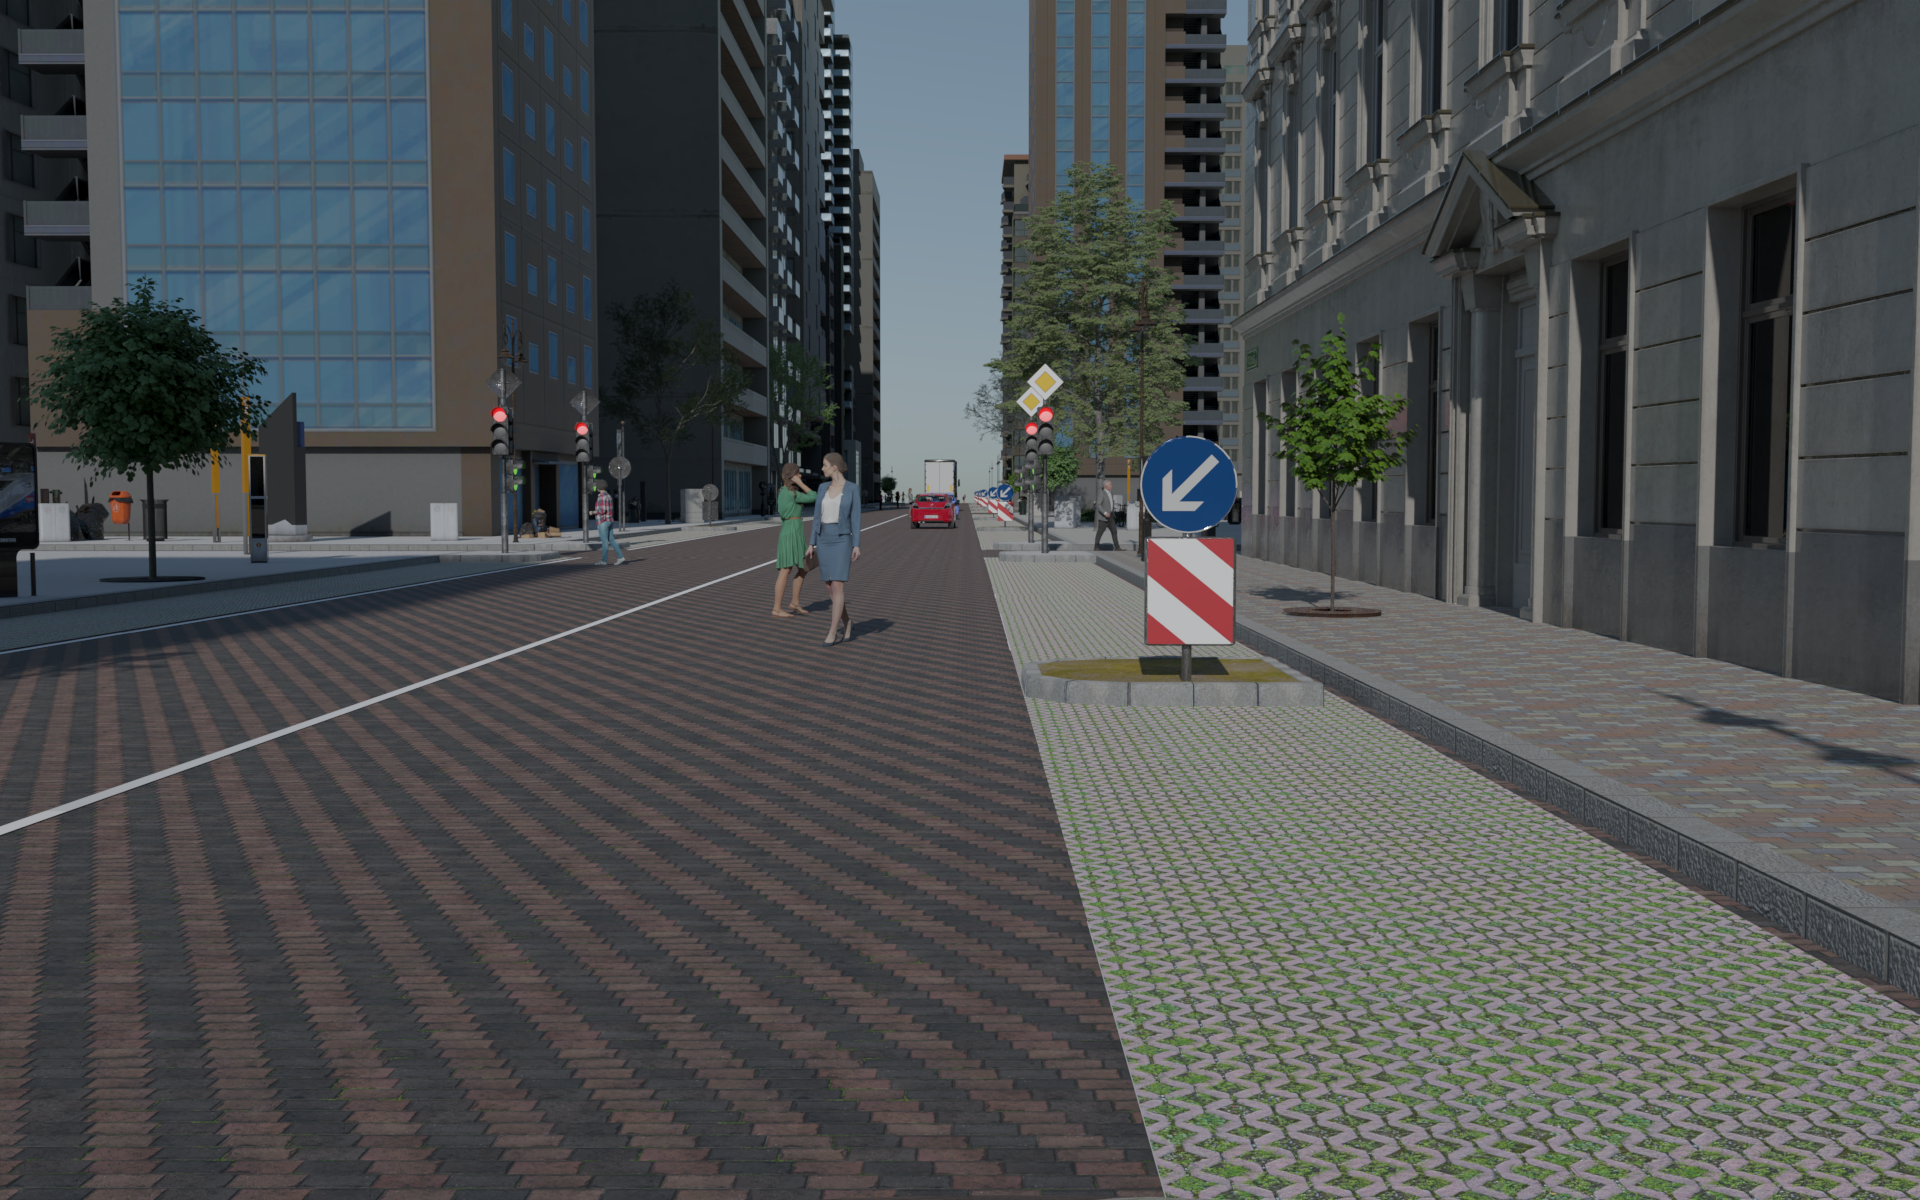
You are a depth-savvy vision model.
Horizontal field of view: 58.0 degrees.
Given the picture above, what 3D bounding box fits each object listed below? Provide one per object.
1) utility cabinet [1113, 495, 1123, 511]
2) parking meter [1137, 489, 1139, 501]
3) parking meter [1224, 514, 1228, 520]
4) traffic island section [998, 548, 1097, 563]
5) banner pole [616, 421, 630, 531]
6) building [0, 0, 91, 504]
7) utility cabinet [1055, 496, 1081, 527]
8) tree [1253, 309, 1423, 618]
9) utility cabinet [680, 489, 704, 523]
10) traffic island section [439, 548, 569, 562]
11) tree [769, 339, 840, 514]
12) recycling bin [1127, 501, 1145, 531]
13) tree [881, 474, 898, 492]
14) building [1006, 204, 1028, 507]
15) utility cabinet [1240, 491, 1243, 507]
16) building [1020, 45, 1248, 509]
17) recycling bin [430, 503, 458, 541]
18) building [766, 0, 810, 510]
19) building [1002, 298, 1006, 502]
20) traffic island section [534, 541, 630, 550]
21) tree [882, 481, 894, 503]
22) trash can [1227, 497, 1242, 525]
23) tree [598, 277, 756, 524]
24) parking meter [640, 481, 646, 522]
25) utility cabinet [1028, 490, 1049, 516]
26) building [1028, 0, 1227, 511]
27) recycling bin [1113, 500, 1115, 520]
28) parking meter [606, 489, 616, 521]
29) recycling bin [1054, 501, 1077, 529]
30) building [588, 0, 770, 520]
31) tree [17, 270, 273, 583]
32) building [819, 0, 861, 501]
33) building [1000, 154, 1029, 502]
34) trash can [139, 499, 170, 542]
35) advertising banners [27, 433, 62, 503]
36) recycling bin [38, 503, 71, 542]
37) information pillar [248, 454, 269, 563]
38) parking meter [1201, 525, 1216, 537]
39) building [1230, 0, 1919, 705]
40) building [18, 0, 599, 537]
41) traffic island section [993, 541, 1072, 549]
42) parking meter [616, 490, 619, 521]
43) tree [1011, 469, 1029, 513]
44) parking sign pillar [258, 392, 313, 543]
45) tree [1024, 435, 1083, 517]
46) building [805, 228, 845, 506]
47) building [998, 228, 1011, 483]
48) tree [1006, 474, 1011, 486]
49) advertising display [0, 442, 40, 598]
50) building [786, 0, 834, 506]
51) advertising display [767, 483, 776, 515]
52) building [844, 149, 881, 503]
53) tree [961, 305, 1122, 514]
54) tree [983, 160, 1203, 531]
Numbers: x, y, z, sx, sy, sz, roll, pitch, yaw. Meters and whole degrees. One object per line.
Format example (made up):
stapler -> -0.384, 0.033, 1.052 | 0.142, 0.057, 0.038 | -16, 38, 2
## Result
utility cabinet -> 10.530, -6.381, 115.494 | 0.306, 1.237, 1.020 | 2, 4, 27
parking meter -> 8.605, -4.524, 82.384 | 0.372, 1.533, 0.369 | 0, 3, 0
parking meter -> 13.026, -4.633, 84.166 | 0.372, 1.533, 0.369 | 0, 3, 0
traffic island section -> 1.858, -0.932, 37.518 | 2.009, 0.180, 2.903 | 0, 4, 0
banner pole -> -11.583, -4.231, 59.201 | 0.401, 3.779, 0.863 | 1, 4, 9
building -> -36.255, -22.557, 52.399 | 14.086, 41.232, 14.154 | 0, 4, 0
utility cabinet -> 4.238, -3.480, 68.062 | 1.020, 1.237, 0.306 | 2, 4, 34
tree -> 3.962, -1.445, 18.220 | 1.663, 3.219, 1.824 | 0, 3, 0
utility cabinet -> -11.749, -4.115, 75.961 | 0.318, 1.500, 1.173 | 2, 4, 34
traffic island section -> -9.883, -0.935, 37.564 | 2.009, 0.180, 2.903 | 0, 4, 0
tree -> -11.633, -11.395, 112.060 | 9.928, 11.665, 9.643 | 0, 3, 0
recycling bin -> 6.282, -2.976, 61.210 | 0.722, 1.027, 0.722 | 1, 4, 10
tree -> -11.500, -17.809, 274.887 | 4.285, 4.588, 4.351 | 0, 3, 0
building -> 12.211, -24.632, 174.433 | 14.160, 30.474, 14.107 | 0, 4, 0
utility cabinet -> 19.510, -6.732, 118.747 | 0.318, 1.500, 1.173 | 2, 4, 31
building -> 21.651, -28.286, 154.354 | 32.217, 40.220, 23.993 | 0, 4, 0
recycling bin -> -14.235, -2.156, 47.804 | 0.722, 1.027, 0.722 | -1, 4, -17
building -> -24.425, -31.532, 135.155 | 23.786, 49.044, 30.456 | 0, 4, 0
building -> 12.940, -28.798, 242.553 | 14.160, 30.474, 14.107 | 0, 4, 0
traffic island section -> -9.856, -1.423, 45.549 | 2.009, 0.180, 2.903 | 0, 4, 0
tree -> -11.220, -16.476, 263.988 | 1.663, 3.219, 1.824 | 0, 3, 0
trash can -> 11.572, -3.749, 72.945 | 0.748, 1.137, 0.748 | 0, 3, 0
tree -> -12.257, -8.520, 73.707 | 8.767, 10.594, 7.601 | 2, 4, 26
parking meter -> -14.712, -4.569, 80.418 | 0.255, 1.863, 0.399 | 0, 4, -6
utility cabinet -> 4.518, -5.581, 99.932 | 1.173, 1.500, 0.318 | 1, 4, 18
building -> 12.480, -29.645, 134.813 | 14.600, 45.320, 14.200 | 0, 4, 0
recycling bin -> 6.306, -3.809, 74.826 | 0.722, 1.027, 0.722 | 0, 4, 7
parking meter -> -16.642, -4.504, 82.048 | 0.372, 1.533, 0.369 | 0, 3, 0
recycling bin -> 3.935, -3.185, 64.625 | 0.722, 1.027, 0.722 | 1, 4, 14
building -> -22.438, -28.834, 95.130 | 21.300, 48.544, 21.600 | 0, 4, 0
tree -> -12.098, -2.564, 25.642 | 4.285, 4.588, 4.351 | 0, 3, 0
building -> -23.487, -55.422, 218.822 | 22.319, 86.520, 31.000 | 0, 4, 0
building -> 16.248, -34.568, 219.816 | 22.147, 44.769, 28.867 | 0, 4, 0
trash can -> -21.802, -2.156, 46.905 | 0.748, 1.137, 0.748 | 0, 3, 0
advertising banners -> -26.585, -3.311, 50.320 | 0.090, 3.025, 2.074 | 0, 4, -4
recycling bin -> -24.337, -2.073, 46.440 | 0.722, 1.027, 0.722 | -3, 5, -40
information pillar -> -13.068, -1.698, 32.262 | 0.304, 2.012, 0.304 | -1, 4, -17
parking meter -> 6.987, -2.625, 48.628 | 0.399, 1.863, 0.255 | -3, 4, -37
building -> 13.681, -14.521, 13.840 | 17.030, 29.872, 44.131 | 0, 4, 0
building -> -20.630, -24.917, 57.503 | 14.600, 45.320, 14.200 | 0, 4, 0
traffic island section -> 1.886, -1.420, 45.503 | 2.009, 0.180, 2.903 | 0, 4, 0
parking meter -> -16.360, -4.530, 82.469 | 0.372, 1.533, 0.369 | 0, 3, 0
tree -> 4.721, -7.629, 119.337 | 1.663, 3.219, 1.824 | 0, 3, 0
parking sign pillar -> -18.168, -3.546, 46.447 | 1.447, 3.967, 1.447 | 2, 4, 27
tree -> 5.250, -6.939, 97.171 | 4.285, 4.588, 4.351 | 0, 3, 0
building -> -19.944, -25.381, 186.677 | 14.160, 30.474, 14.107 | 0, 4, 0
building -> 17.675, -39.425, 264.210 | 23.786, 49.044, 30.456 | 0, 4, 0
tree -> 4.081, -8.605, 135.300 | 1.663, 3.219, 1.824 | 0, 3, 0
advertising display -> -11.875, -0.990, 21.399 | 0.123, 1.923, 0.974 | 2, 4, 29
building -> -27.024, -35.154, 164.009 | 28.713, 52.752, 27.495 | 0, 4, 0
advertising display -> -11.410, -6.096, 104.889 | 0.123, 1.923, 0.974 | -2, 4, -33
building -> -22.474, -38.075, 246.228 | 21.300, 48.544, 21.600 | 0, 4, 0
tree -> 5.354, -12.204, 109.899 | 12.009, 13.543, 11.850 | 0, 3, 0
tree -> 4.604, -8.671, 59.900 | 7.486, 12.596, 7.792 | 0, 3, 0
